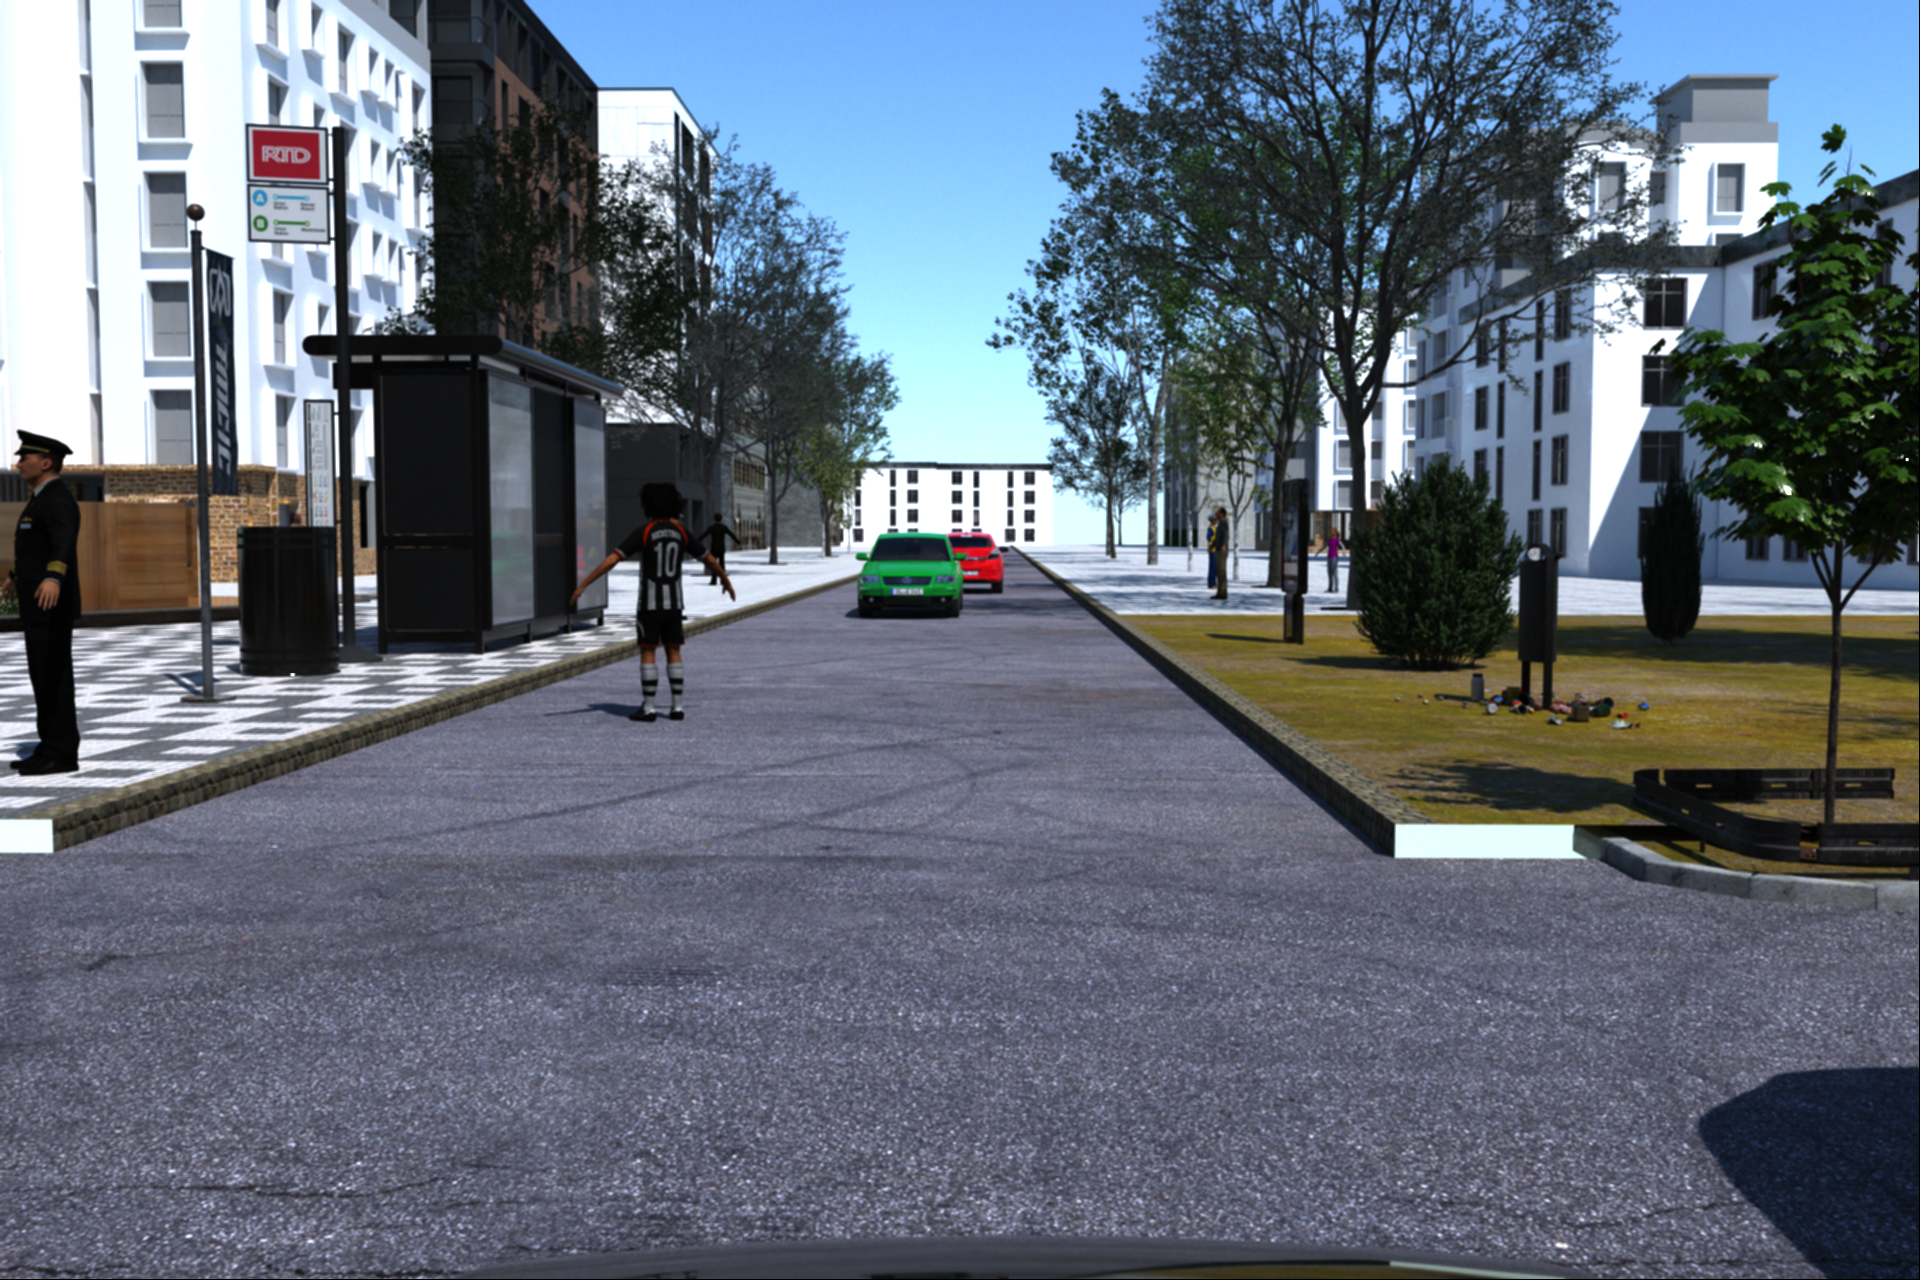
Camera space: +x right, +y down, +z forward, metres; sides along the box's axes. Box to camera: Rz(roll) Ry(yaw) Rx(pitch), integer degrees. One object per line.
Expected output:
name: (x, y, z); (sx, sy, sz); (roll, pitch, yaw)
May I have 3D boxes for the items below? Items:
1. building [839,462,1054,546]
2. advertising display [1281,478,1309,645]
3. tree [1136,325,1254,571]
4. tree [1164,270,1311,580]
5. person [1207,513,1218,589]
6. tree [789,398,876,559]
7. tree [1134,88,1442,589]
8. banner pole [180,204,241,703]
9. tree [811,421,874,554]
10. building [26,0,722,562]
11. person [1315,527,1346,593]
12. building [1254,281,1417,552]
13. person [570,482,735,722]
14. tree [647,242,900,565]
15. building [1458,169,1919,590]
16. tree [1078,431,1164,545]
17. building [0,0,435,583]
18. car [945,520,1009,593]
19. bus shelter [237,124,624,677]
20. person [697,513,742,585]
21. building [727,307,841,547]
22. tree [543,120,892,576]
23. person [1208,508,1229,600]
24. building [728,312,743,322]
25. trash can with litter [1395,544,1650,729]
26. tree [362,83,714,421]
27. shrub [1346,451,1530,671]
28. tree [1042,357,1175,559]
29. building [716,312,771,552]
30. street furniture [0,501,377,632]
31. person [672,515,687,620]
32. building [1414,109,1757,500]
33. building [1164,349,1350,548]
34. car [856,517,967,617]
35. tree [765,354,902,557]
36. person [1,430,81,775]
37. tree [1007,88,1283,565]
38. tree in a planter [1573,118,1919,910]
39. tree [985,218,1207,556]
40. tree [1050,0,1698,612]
building: (-3.086, -15.783, 202.653); (28.070, 9.664, 9.099); (0, 4, -5)
advertising display: (3.951, -0.933, 20.466); (0.123, 1.923, 0.974); (0, 4, -1)
tree: (7.921, -6.674, 59.478); (4.360, 8.622, 3.978); (0, 3, 0)
tree: (7.682, -5.966, 47.899); (4.737, 8.622, 4.395); (0, 3, 0)
person: (6.018, -2.086, 40.578); (0.721, 1.772, 1.216); (2, 4, 23)
tree: (-6.756, -8.430, 88.196); (4.737, 8.622, 4.395); (0, 3, 0)
tree: (7.673, -7.042, 40.886); (9.928, 11.665, 9.643); (0, 3, 0)
banner pole: (-5.791, -1.434, 13.471); (0.401, 3.779, 0.863); (0, 4, 1)
tree: (-6.906, -9.836, 111.179); (4.360, 8.622, 3.978); (0, 3, 0)
building: (-27.085, -14.294, 77.687); (27.936, 21.610, 32.646); (0, 4, 1)
person: (8.093, -1.745, 37.798); (0.599, 1.433, 0.991); (-2, 4, -28)
building: (28.231, -17.011, 134.544); (16.016, 20.090, 11.380); (0, 4, 2)
person: (-2.313, -0.288, 13.305); (1.345, 1.843, 0.704); (-2, 4, -32)
tree: (-7.654, -9.886, 72.005); (12.009, 13.543, 11.850); (0, 3, 0)
building: (22.924, -6.636, 50.652); (9.099, 9.664, 28.070); (0, 4, 1)
tree: (18.338, -17.687, 199.558); (12.009, 13.543, 11.850); (0, 3, 0)
building: (-23.460, -11.666, 47.153); (16.016, 20.090, 11.380); (0, 4, 2)
car: (0.152, -2.094, 43.270); (2.155, 1.783, 4.494); (0, 4, 0)
bus shelter: (-5.843, -2.575, 19.734); (2.179, 5.291, 8.768); (0, 4, 1)
person: (-6.076, -2.276, 43.391); (1.347, 1.806, 0.705); (-2, 4, -29)
building: (-22.343, -21.188, 177.358); (19.493, 23.208, 18.063); (0, 4, 1)
tree: (-7.707, -8.688, 52.423); (12.009, 13.543, 11.850); (0, 3, 0)
person: (5.102, -1.696, 34.002); (0.705, 1.796, 1.348); (0, 4, -3)
building: (-23.758, -17.890, 148.920); (16.016, 20.090, 11.380); (0, 4, 0)
trash can with litter: (4.173, -0.085, 12.453); (1.678, 1.210, 2.233); (0, 4, 1)
tree: (-8.494, -6.161, 35.139); (8.767, 10.594, 7.601); (2, 4, 29)
shrub: (4.544, -0.762, 16.508); (1.661, 2.075, 1.752); (0, 3, 0)
tree: (7.710, -9.547, 90.510); (7.601, 10.594, 8.767); (1, 4, 9)
building: (-25.495, -18.547, 134.165); (19.493, 23.208, 18.063); (0, 4, 1)
street furniture: (-15.073, -1.200, 26.478); (9.812, 1.723, 11.010); (2, 4, 27)
person: (-4.286, -1.226, 25.809); (0.705, 1.858, 1.354); (-3, 5, -43)
building: (27.519, -13.898, 83.648); (16.016, 20.090, 11.380); (0, 4, 2)
building: (30.525, -18.828, 174.303); (16.747, 18.905, 31.486); (0, 4, 1)
car: (-0.852, -1.368, 31.169); (1.959, 1.807, 4.718); (0, 4, 1)
tree: (-7.328, -10.498, 97.405); (9.928, 11.665, 9.643); (0, 3, 0)
person: (-4.959, -0.209, 9.358); (0.705, 1.837, 1.347); (-3, 4, -36)
tree: (8.167, -13.261, 72.702); (12.611, 20.169, 13.585); (0, 3, 0)
tree in a planter: (3.816, -0.628, 7.498); (1.991, 3.239, 1.994); (0, 4, 1)
tree: (8.179, -15.183, 104.130); (12.611, 20.169, 13.585); (0, 3, 0)
tree: (6.635, -7.228, 28.552); (12.009, 13.543, 11.850); (0, 3, 0)
